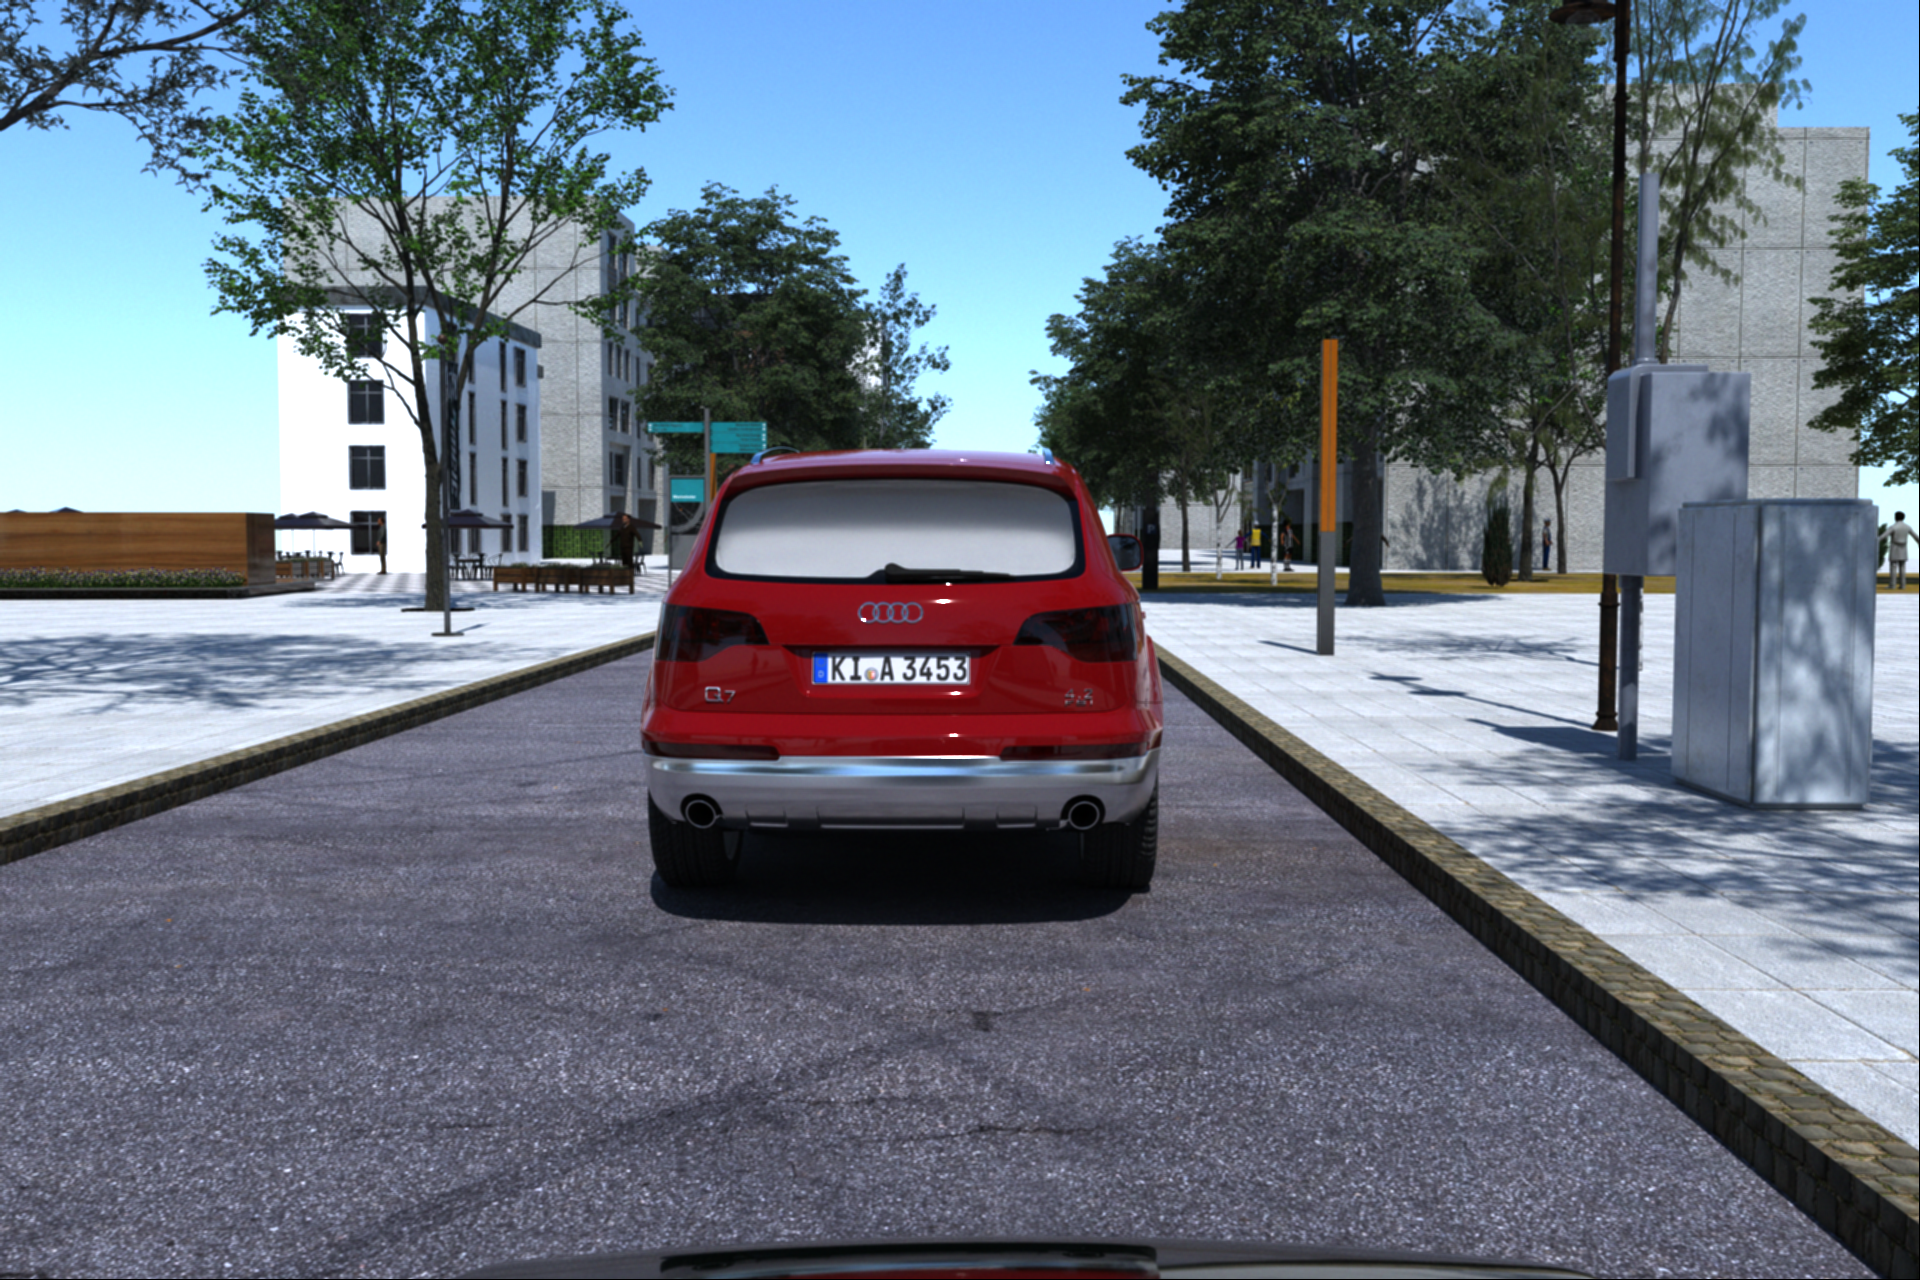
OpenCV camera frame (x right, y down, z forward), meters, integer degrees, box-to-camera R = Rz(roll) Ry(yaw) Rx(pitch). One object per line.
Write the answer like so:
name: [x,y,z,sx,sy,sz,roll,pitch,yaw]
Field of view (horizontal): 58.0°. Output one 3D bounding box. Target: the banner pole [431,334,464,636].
banner pole: [-6.481,-1.958,22.036,0.401,3.779,0.863,0,4,1]

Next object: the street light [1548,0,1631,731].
street light: [4.235,-2.347,11.169,0.468,5.910,1.993,0,4,1]

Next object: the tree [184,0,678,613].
tree: [-8.648,-6.293,28.647,9.928,11.665,9.643,0,3,0]

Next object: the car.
car: [-0.185,0.006,8.569,2.281,1.827,5.304,0,4,1]

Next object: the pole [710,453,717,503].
pole: [-5.483,-2.730,38.483,0.158,3.312,0.155,0,3,0]

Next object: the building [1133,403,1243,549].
building: [25.942,-18.173,163.580,16.747,18.905,31.486,0,4,2]

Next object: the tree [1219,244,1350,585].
tree: [8.099,-5.675,43.154,4.737,8.622,4.395,0,3,0]

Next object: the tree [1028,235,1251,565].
tree: [7.782,-10.086,71.559,9.857,13.997,8.962,0,3,0]

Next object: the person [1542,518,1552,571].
person: [20.504,-3.340,60.459,0.705,1.847,1.347,2,4,24]

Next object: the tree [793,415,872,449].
tree: [-7.373,-8.642,91.658,4.360,8.622,3.978,0,3,0]

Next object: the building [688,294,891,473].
building: [-21.467,-19.564,163.853,27.936,21.610,32.646,0,4,1]

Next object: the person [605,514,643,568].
person: [-8.725,-2.393,45.261,1.346,1.812,0.704,3,4,36]

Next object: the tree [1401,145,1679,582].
tree: [15.426,-7.382,46.455,9.928,11.665,9.643,0,3,0]

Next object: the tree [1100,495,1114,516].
tree: [22.524,-19.723,232.832,12.009,13.543,11.850,0,3,0]

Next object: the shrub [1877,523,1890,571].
shrub: [27.473,-2.987,52.872,1.661,2.075,1.752,0,3,0]

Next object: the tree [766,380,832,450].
tree: [-7.236,-7.479,72.651,4.360,8.622,3.978,0,3,0]

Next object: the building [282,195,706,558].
building: [-26.604,-14.690,106.647,16.747,18.905,31.486,0,4,2]

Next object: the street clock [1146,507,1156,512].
street clock: [5.034,-2.510,45.613,0.358,2.002,0.471,0,3,0]

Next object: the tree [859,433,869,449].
tree: [-6.607,-9.216,101.050,4.737,8.622,4.395,0,3,0]

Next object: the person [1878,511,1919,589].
person: [21.835,-2.089,40.339,1.347,1.806,0.705,0,4,-4]

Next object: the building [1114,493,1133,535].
building: [28.145,-22.873,204.897,19.493,23.208,18.063,0,4,1]

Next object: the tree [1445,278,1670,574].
tree: [19.418,-7.413,55.612,8.767,10.594,7.601,1,4,11]

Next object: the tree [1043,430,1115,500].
tree: [8.988,-12.099,132.224,8.767,10.594,7.601,3,5,44]

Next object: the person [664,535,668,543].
person: [-11.707,-3.962,71.576,1.217,1.733,0.721,1,4,18]

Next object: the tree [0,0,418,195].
tree: [-8.324,-6.178,11.382,12.009,13.543,11.850,0,3,0]

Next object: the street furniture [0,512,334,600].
street furniture: [-18.745,-1.815,36.534,9.812,1.723,11.010,0,4,-5]

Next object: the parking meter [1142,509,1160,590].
parking meter: [4.420,-2.100,40.044,0.399,1.863,0.255,0,4,2]

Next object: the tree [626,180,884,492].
tree: [-7.386,-9.492,61.856,9.857,13.997,8.962,0,3,0]

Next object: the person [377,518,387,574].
person: [-18.462,-2.996,55.261,0.705,1.796,1.348,-1,4,-16]

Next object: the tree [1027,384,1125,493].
tree: [8.368,-11.738,117.674,9.928,11.665,9.643,0,3,0]

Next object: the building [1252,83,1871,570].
building: [23.799,-12.868,76.851,16.747,18.905,31.486,0,4,1]

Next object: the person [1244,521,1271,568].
person: [11.030,-3.562,64.704,1.216,1.772,0.721,0,4,-4]

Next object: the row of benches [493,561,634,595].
row of benches: [-8.671,-1.376,37.958,4.104,0.672,1.422,3,4,37]

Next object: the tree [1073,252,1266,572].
tree: [7.329,-7.575,58.267,7.601,10.594,8.767,-1,4,-12]

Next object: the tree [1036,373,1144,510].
tree: [8.437,-11.123,107.611,9.928,11.665,9.643,0,3,0]

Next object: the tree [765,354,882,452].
tree: [-7.195,-9.129,83.679,8.767,10.594,7.601,2,4,29]

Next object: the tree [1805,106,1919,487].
tree: [25.803,-7.735,44.596,7.486,12.596,7.792,0,3,0]

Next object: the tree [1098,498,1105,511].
tree: [9.136,-12.803,143.735,8.767,10.594,7.601,0,4,-3]

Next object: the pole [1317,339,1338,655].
pole: [3.876,-1.494,18.278,0.158,3.312,0.155,0,3,0]

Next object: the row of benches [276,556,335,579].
row of benches: [-17.996,-1.958,47.481,1.422,0.672,4.104,0,4,-4]

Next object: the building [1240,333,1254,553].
building: [28.809,-17.167,111.609,19.493,23.208,18.063,0,4,1]

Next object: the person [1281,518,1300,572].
person: [11.271,-3.257,59.391,0.704,1.843,1.345,3,4,36]

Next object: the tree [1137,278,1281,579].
tree: [7.497,-6.036,49.059,4.360,8.622,3.978,0,3,0]

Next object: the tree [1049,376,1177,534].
tree: [8.519,-9.778,94.276,8.767,10.594,7.601,1,4,15]

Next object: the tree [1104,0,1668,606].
tree: [7.255,-7.588,30.726,9.857,13.997,8.962,0,3,0]

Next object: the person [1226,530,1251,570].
person: [9.919,-3.200,61.584,0.991,1.433,0.599,-1,4,-16]

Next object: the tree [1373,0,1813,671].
tree: [6.365,-4.003,15.806,4.360,8.622,3.978,0,3,0]

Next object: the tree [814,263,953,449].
tree: [-6.191,-16.318,122.688,12.611,20.169,13.585,0,3,0]

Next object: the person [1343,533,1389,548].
person: [11.198,-2.536,47.594,1.348,1.813,0.705,-1,4,-11]

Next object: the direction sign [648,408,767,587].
direction sign: [-5.360,-2.976,37.412,2.525,3.948,1.411,0,4,0]

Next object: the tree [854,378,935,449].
tree: [-6.713,-14.184,138.569,9.857,13.997,8.962,0,3,0]

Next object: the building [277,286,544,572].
building: [-22.078,-7.993,72.836,9.099,9.664,28.070,0,4,2]

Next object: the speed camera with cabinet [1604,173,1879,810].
speed camera with cabinet: [3.963,-0.892,8.927,0.660,3.252,2.038,0,4,1]
